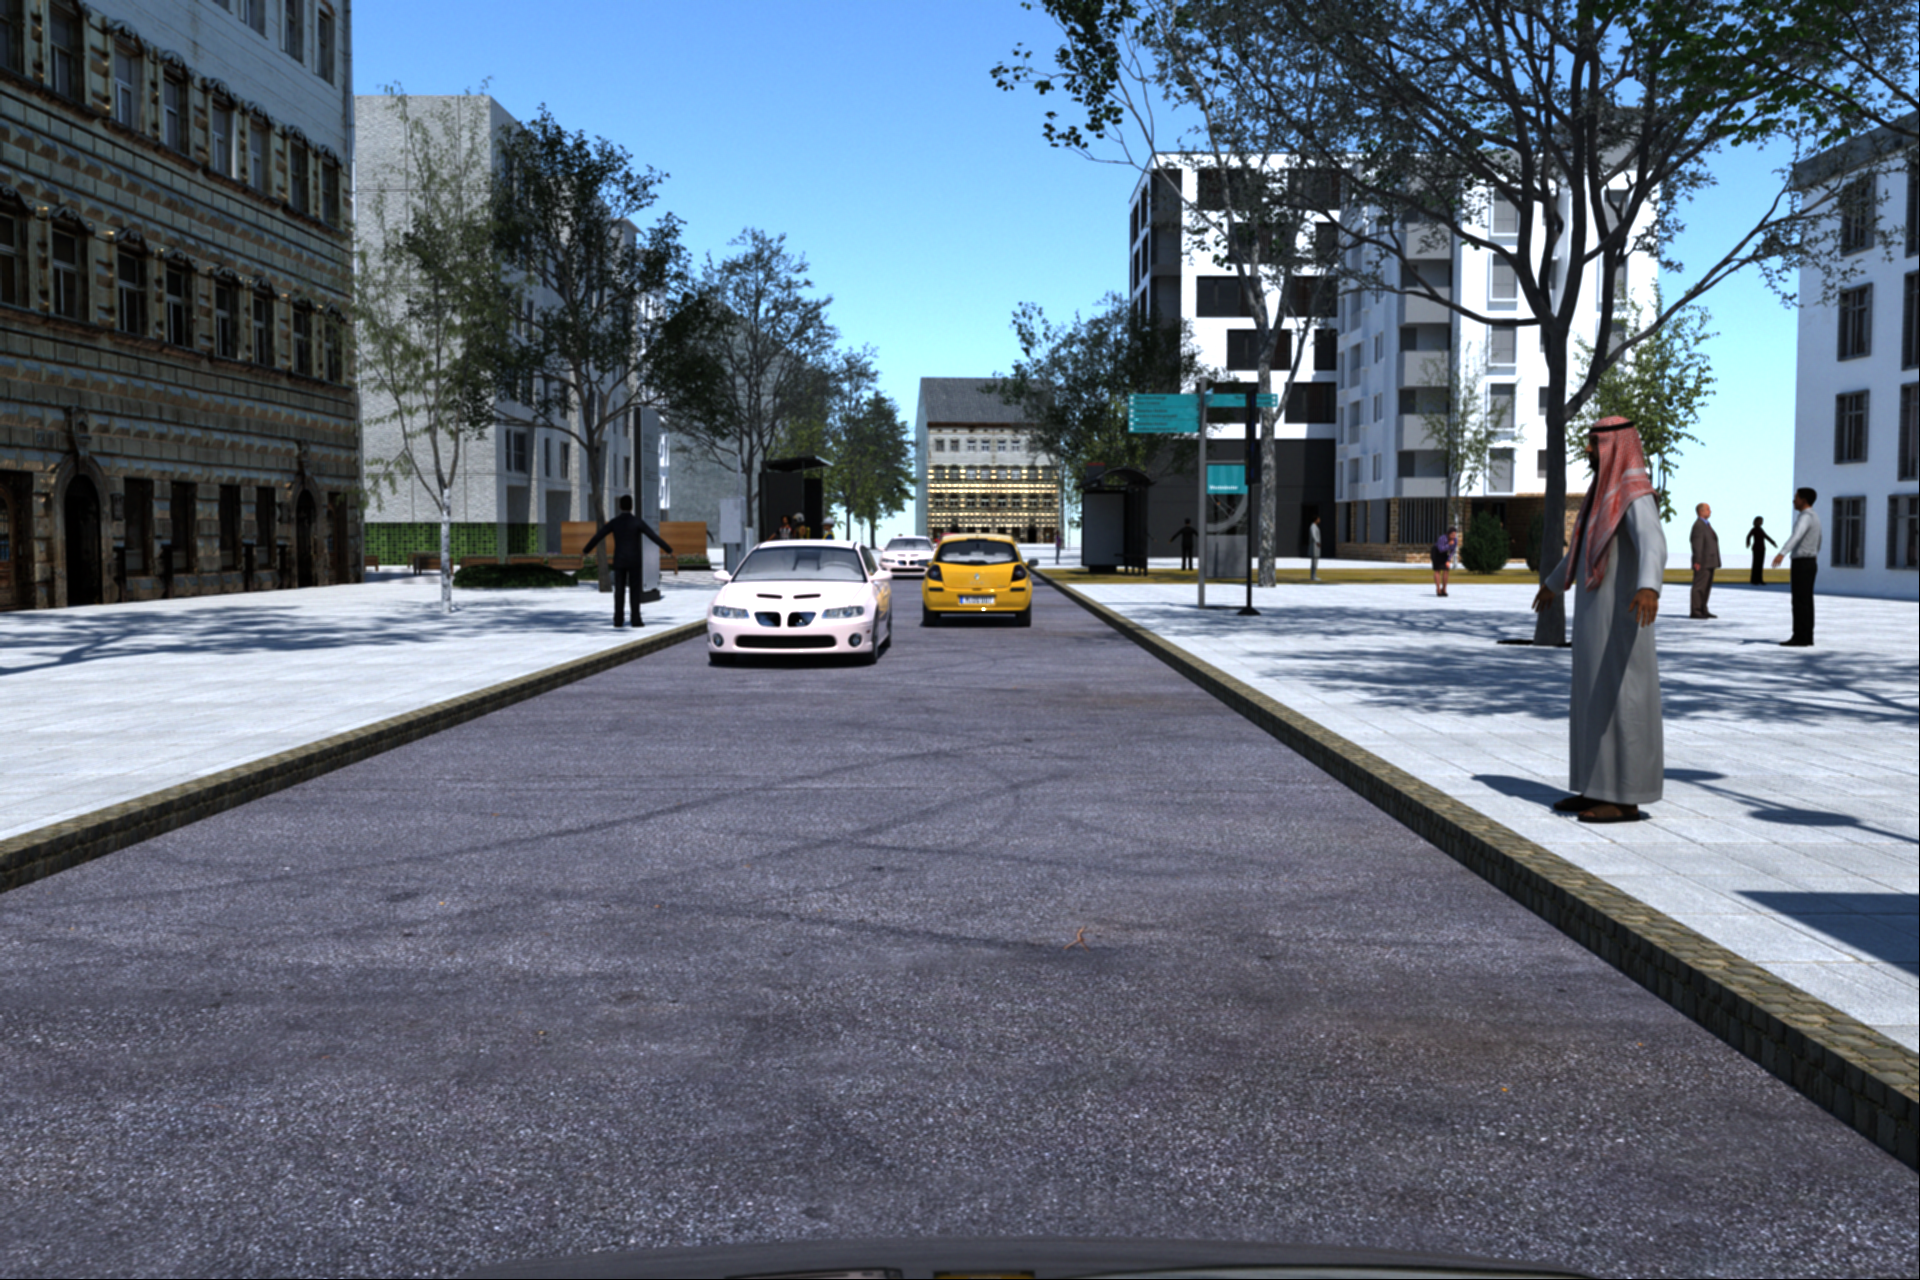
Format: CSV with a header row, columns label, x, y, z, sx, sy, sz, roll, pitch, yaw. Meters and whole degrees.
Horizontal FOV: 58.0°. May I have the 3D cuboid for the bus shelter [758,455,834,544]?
label,x,y,z,sx,sy,sz,roll,pitch,yaw
bus shelter,-5.128,-3.888,54.851,1.731,3.624,6.357,0,4,1

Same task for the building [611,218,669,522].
label,x,y,z,sx,sy,sz,roll,pitch,yaw
building,-24.852,-15.203,104.988,16.016,20.090,11.380,0,3,0

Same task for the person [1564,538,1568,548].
label,x,y,z,sx,sy,sz,roll,pitch,yaw
person,16.793,-2.591,48.503,0.704,1.812,1.346,2,4,29

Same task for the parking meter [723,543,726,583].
label,x,y,z,sx,sy,sz,roll,pitch,yaw
parking meter,-6.029,-2.437,45.554,0.399,1.863,0.255,0,4,2

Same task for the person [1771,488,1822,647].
label,x,y,z,sx,sy,sz,roll,pitch,yaw
person,9.646,-0.839,19.872,0.704,1.810,1.344,3,5,42

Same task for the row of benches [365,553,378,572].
label,x,y,z,sx,sy,sz,roll,pitch,yaw
row of benches,-21.906,-2.728,60.065,4.104,0.672,1.422,2,4,28

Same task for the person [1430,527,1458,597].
label,x,y,z,sx,sy,sz,roll,pitch,yaw
person,9.918,-1.598,35.396,0.421,1.427,0.697,-1,4,-17

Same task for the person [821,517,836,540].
label,x,y,z,sx,sy,sz,roll,pitch,yaw
person,-2.732,-1.587,34.862,0.721,1.772,1.216,0,4,-1

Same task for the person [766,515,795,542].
label,x,y,z,sx,sy,sz,roll,pitch,yaw
person,-5.033,-2.685,50.037,1.345,1.843,0.704,1,4,18

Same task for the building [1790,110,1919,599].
label,x,y,z,sx,sy,sz,roll,pitch,yaw
building,23.345,-5.104,25.593,9.099,9.664,28.070,0,4,1

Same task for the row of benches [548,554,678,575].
label,x,y,z,sx,sy,sz,roll,pitch,yaw
row of benches,-10.884,-2.352,53.916,4.104,0.672,1.422,-1,4,-12

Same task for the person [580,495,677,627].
label,x,y,z,sx,sy,sz,roll,pitch,yaw
person,-4.585,-1.091,23.887,1.345,1.823,0.704,0,4,0

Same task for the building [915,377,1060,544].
label,x,y,z,sx,sy,sz,roll,pitch,yaw
building,3.517,-24.982,241.847,18.063,23.208,19.493,0,4,-6

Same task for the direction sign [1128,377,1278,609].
label,x,y,z,sx,sy,sz,roll,pitch,yaw
direction sign,4.113,-2.456,28.918,2.525,3.948,1.411,0,4,1

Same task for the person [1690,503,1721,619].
label,x,y,z,sx,sy,sz,roll,pitch,yaw
person,11.324,-1.204,26.282,0.434,1.755,0.990,3,5,40

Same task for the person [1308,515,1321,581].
label,x,y,z,sx,sy,sz,roll,pitch,yaw
person,9.827,-2.546,47.814,0.705,1.806,1.347,1,4,11

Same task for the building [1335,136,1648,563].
label,x,y,z,sx,sy,sz,roll,pitch,yaw
building,24.727,-14.222,88.950,16.016,20.090,11.380,0,4,1

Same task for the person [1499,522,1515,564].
label,x,y,z,sx,sy,sz,roll,pitch,yaw
person,22.836,-4.100,73.219,1.347,1.806,0.705,-1,4,-21

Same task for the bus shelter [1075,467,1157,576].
label,x,y,z,sx,sy,sz,roll,pitch,yaw
bus shelter,4.880,-3.738,55.043,2.014,3.302,5.546,0,4,-1

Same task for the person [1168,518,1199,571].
label,x,y,z,sx,sy,sz,roll,pitch,yaw
person,7.969,-3.349,60.692,1.347,1.837,0.705,0,4,7

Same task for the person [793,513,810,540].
label,x,y,z,sx,sy,sz,roll,pitch,yaw
person,-4.489,-2.592,48.148,0.705,1.858,1.354,-1,4,-14

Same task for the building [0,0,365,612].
label,x,y,z,sx,sy,sz,roll,pitch,yaw
building,-24.756,-12.501,35.319,19.493,23.208,18.063,0,3,0

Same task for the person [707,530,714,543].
label,x,y,z,sx,sy,sz,roll,pitch,yaw
person,-11.173,-4.217,75.081,1.348,1.813,0.705,2,4,31

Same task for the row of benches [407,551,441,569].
label,x,y,z,sx,sy,sz,roll,pitch,yaw
row of benches,-19.565,-2.947,63.651,1.422,0.672,4.104,-2,4,-29

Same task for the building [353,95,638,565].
label,x,y,z,sx,sy,sz,roll,pitch,yaw
building,-27.259,-13.420,85.869,16.747,18.905,31.486,0,3,0

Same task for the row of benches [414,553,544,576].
label,x,y,z,sx,sy,sz,roll,pitch,yaw
row of benches,-15.042,-2.390,54.542,4.104,0.672,1.422,-2,4,-31

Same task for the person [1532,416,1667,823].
label,x,y,z,sx,sy,sz,roll,pitch,yaw
person,2.916,-0.103,7.834,0.704,1.811,1.347,0,4,0

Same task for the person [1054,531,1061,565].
label,x,y,z,sx,sy,sz,roll,pitch,yaw
person,4.175,-3.884,72.773,0.599,1.433,0.991,0,4,7

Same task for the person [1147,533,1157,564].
label,x,y,z,sx,sy,sz,roll,pitch,yaw
person,7.782,-4.142,74.000,1.348,1.796,0.705,-2,4,-24

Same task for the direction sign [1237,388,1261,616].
label,x,y,z,sx,sy,sz,roll,pitch,yaw
direction sign,4.577,-2.162,27.344,0.379,3.537,0.876,0,4,1

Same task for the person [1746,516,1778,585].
label,x,y,z,sx,sy,sz,roll,pitch,yaw
person,20.170,-2.251,43.606,1.215,1.729,0.721,-2,4,-32

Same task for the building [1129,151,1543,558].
label,x,y,z,sx,sy,sz,roll,pitch,yaw
building,24.360,-16.218,109.147,27.936,21.610,32.646,0,4,0

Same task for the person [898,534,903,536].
label,x,y,z,sx,sy,sz,roll,pitch,yaw
person,-2.233,-3.132,62.935,0.599,1.433,0.991,0,4,7

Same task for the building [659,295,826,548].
label,x,y,z,sx,sy,sz,roll,pitch,yaw
building,-22.928,-20.535,166.668,19.493,23.208,18.063,0,3,0
